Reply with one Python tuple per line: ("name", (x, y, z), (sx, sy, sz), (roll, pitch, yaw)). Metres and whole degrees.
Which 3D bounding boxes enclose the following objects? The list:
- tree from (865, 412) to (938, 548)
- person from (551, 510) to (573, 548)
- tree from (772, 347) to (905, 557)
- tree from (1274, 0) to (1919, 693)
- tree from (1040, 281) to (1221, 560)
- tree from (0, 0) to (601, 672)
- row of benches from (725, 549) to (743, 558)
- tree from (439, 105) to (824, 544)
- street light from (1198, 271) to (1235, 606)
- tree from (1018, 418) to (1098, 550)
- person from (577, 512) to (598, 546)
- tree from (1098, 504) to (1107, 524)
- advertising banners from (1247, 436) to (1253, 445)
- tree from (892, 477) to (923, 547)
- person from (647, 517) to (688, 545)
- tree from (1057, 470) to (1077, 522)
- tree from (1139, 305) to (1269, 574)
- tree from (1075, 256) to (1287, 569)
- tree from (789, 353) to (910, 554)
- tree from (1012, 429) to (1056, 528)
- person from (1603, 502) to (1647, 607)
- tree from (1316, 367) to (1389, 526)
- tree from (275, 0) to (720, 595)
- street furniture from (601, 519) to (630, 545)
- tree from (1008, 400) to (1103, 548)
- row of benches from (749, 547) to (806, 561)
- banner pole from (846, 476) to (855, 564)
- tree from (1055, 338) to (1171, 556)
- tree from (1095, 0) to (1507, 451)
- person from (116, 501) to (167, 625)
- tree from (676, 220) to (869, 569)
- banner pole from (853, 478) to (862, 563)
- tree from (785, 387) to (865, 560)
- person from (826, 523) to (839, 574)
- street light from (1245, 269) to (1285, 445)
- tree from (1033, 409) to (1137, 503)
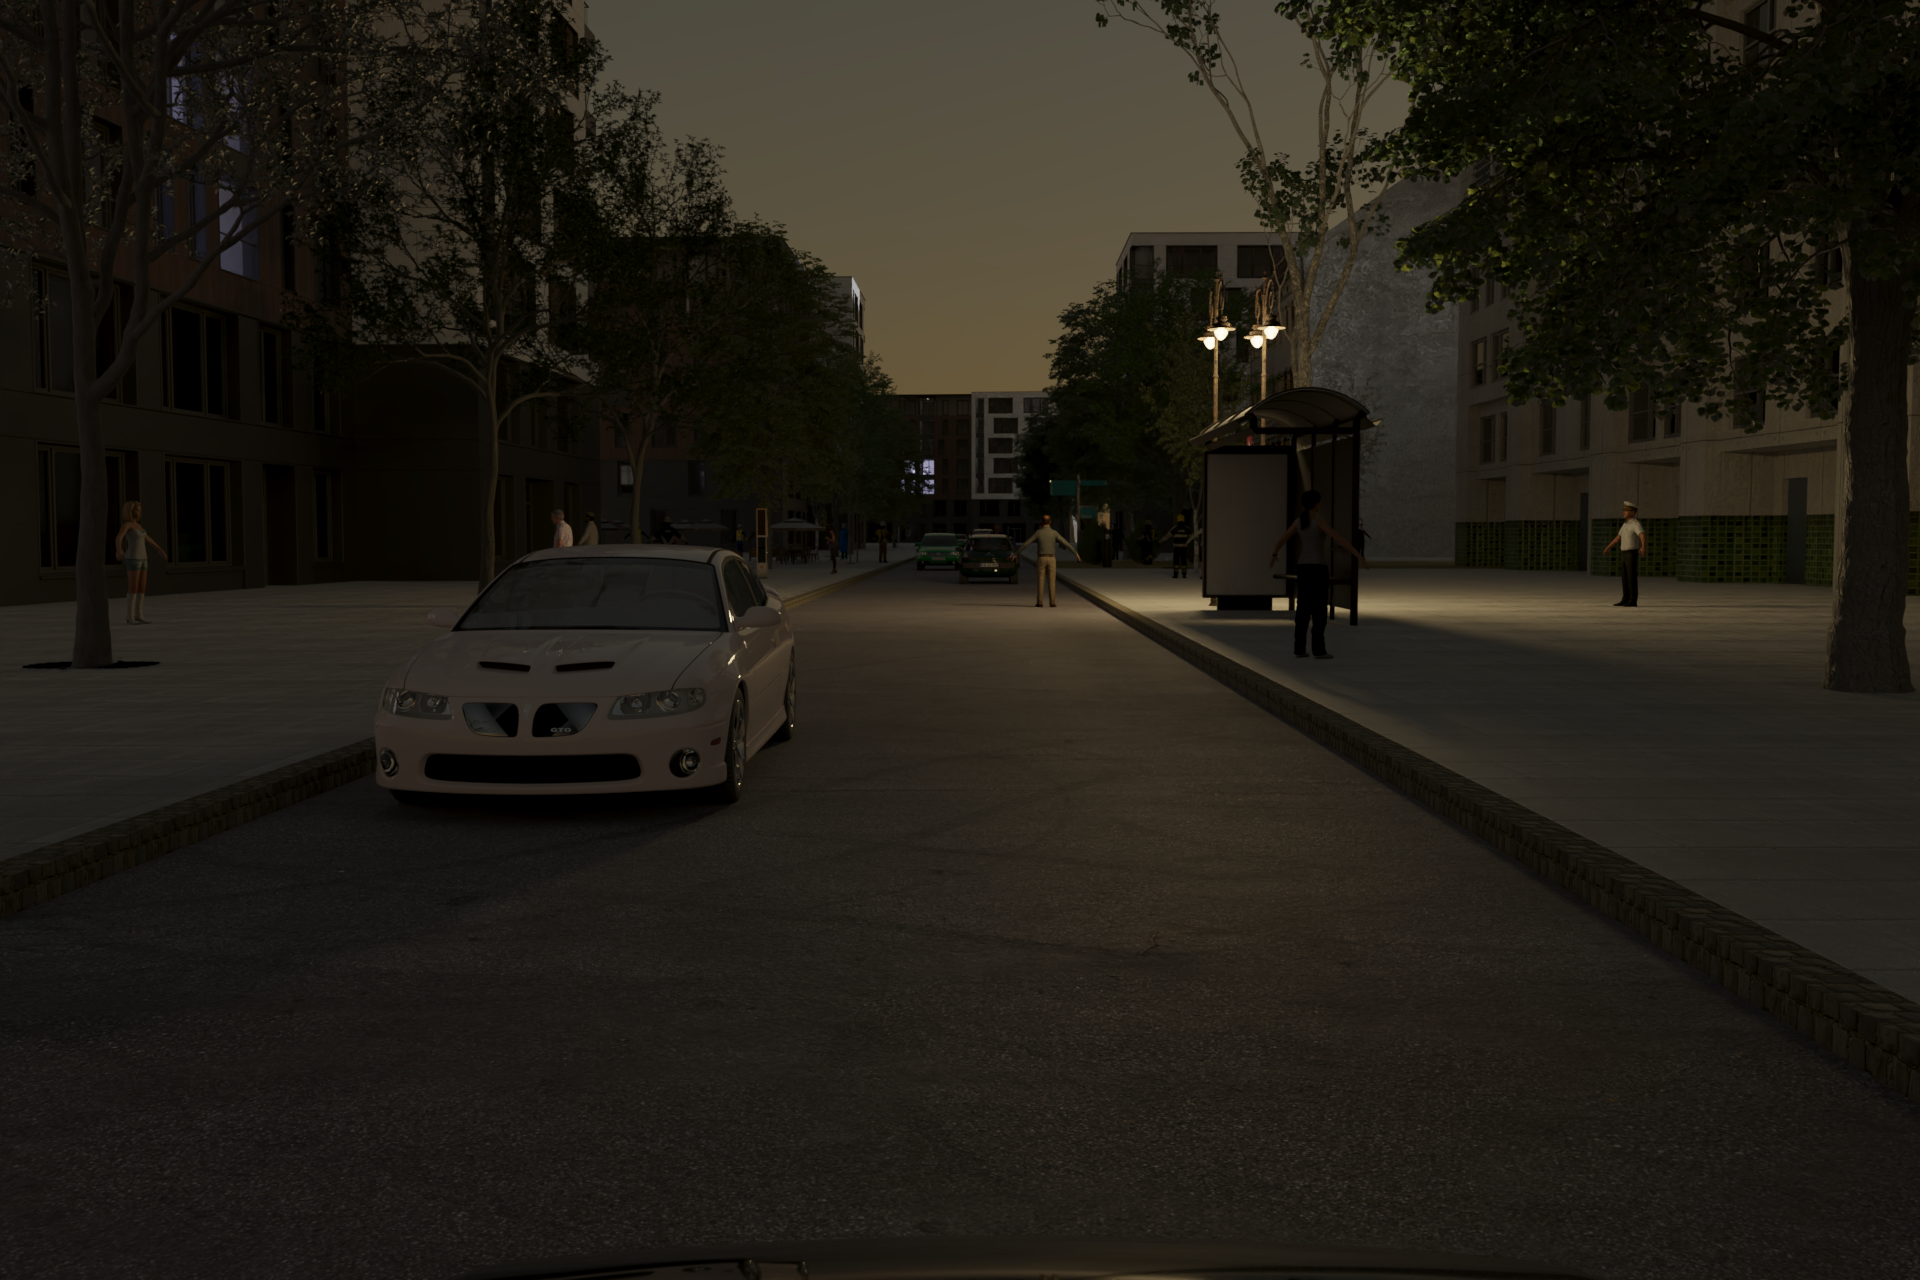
("tree", (-5.879, -14.774, 159.677), (7.486, 12.596, 7.792), (0, 3, 0))
("person", (-7.067, -1.443, 30.569), (0.436, 1.711, 0.756), (1, 4, 12))
("tree", (-6.915, -10.445, 96.525), (9.928, 11.665, 9.643), (0, 3, 0))
("tree", (7.385, -6.561, 13.923), (9.857, 13.997, 8.962), (0, 3, 0))
("tree", (8.351, -10.965, 85.930), (9.857, 13.997, 8.962), (0, 3, 0))
("tree", (-8.204, -6.479, 16.302), (12.009, 13.543, 11.850), (0, 3, 0))
("row of benches", (-10.110, -3.307, 69.538), (1.422, 0.672, 4.104), (2, 4, 26))
("tree", (-7.361, -6.361, 38.416), (8.767, 10.594, 7.601), (0, 4, -8))
("street light", (4.524, -3.543, 30.718), (0.468, 5.910, 1.993), (0, 4, 1))
("tree", (7.986, -12.446, 137.899), (7.601, 10.594, 8.767), (1, 4, 8))
("person", (-9.003, -2.198, 42.031), (0.704, 1.819, 1.344), (0, 4, 7))
("tree", (21.420, -18.908, 259.513), (4.360, 8.622, 3.978), (0, 3, 0))
("advertising banners", (4.995, -2.111, 30.708), (0.090, 3.025, 2.074), (0, 4, 1))
("tree", (-5.780, -13.413, 169.670), (4.737, 8.622, 4.395), (0, 3, 0))
("person", (-9.441, -3.061, 55.913), (1.351, 1.845, 0.704), (-1, 4, -15))
("tree", (8.710, -10.627, 124.118), (4.737, 8.622, 4.395), (0, 3, 0))
("tree", (7.635, -6.420, 55.335), (4.737, 8.622, 4.395), (0, 3, 0))
("tree", (8.114, -8.454, 63.977), (9.928, 11.665, 9.643), (0, 3, 0))
("tree", (-6.998, -11.685, 109.183), (7.486, 12.596, 7.792), (0, 3, 0))
("tree", (8.882, -14.871, 168.900), (9.928, 11.665, 9.643), (0, 3, 0))
("person", (11.808, -1.518, 30.614), (0.704, 1.855, 1.343), (0, 4, -8))
("tree", (17.276, -7.661, 75.622), (4.360, 8.622, 3.978), (0, 3, 0))
("tree", (-7.412, -5.721, 27.948), (7.601, 10.594, 8.767), (-1, 4, -14))
("street furniture", (-28.444, -4.147, 72.837), (27.439, 1.986, 14.083), (0, 4, 2))
("tree", (9.294, -15.456, 159.364), (9.857, 13.997, 8.962), (0, 3, 0))
("row of benches", (-8.682, -4.137, 83.105), (1.422, 0.672, 4.104), (2, 4, 28))
("banner pole", (-4.695, -5.152, 74.250), (0.401, 3.779, 0.863), (0, 4, 0))
("tree", (8.967, -11.054, 98.858), (7.486, 12.596, 7.792), (0, 3, 0))
("tree", (9.488, -11.260, 39.994), (12.611, 20.169, 13.585), (0, 3, 0))
("person", (-11.624, -1.099, 24.578), (0.721, 1.753, 1.214), (0, 4, 4))
("tree", (-6.918, -8.883, 63.371), (7.486, 12.596, 7.792), (0, 3, 0))
("banner pole", (-4.617, -5.385, 78.062), (0.401, 3.779, 0.863), (0, 3, 0))
("tree", (-6.810, -8.246, 85.188), (4.737, 8.622, 4.395), (0, 3, 0))
("person", (-4.139, -2.960, 55.916), (0.415, 1.643, 0.593), (-2, 4, -29))
("street light", (5.345, -3.531, 30.522), (0.468, 5.910, 1.993), (0, 4, 0))
("tree", (8.143, -10.783, 110.719), (7.601, 10.594, 8.767), (1, 4, 14))
